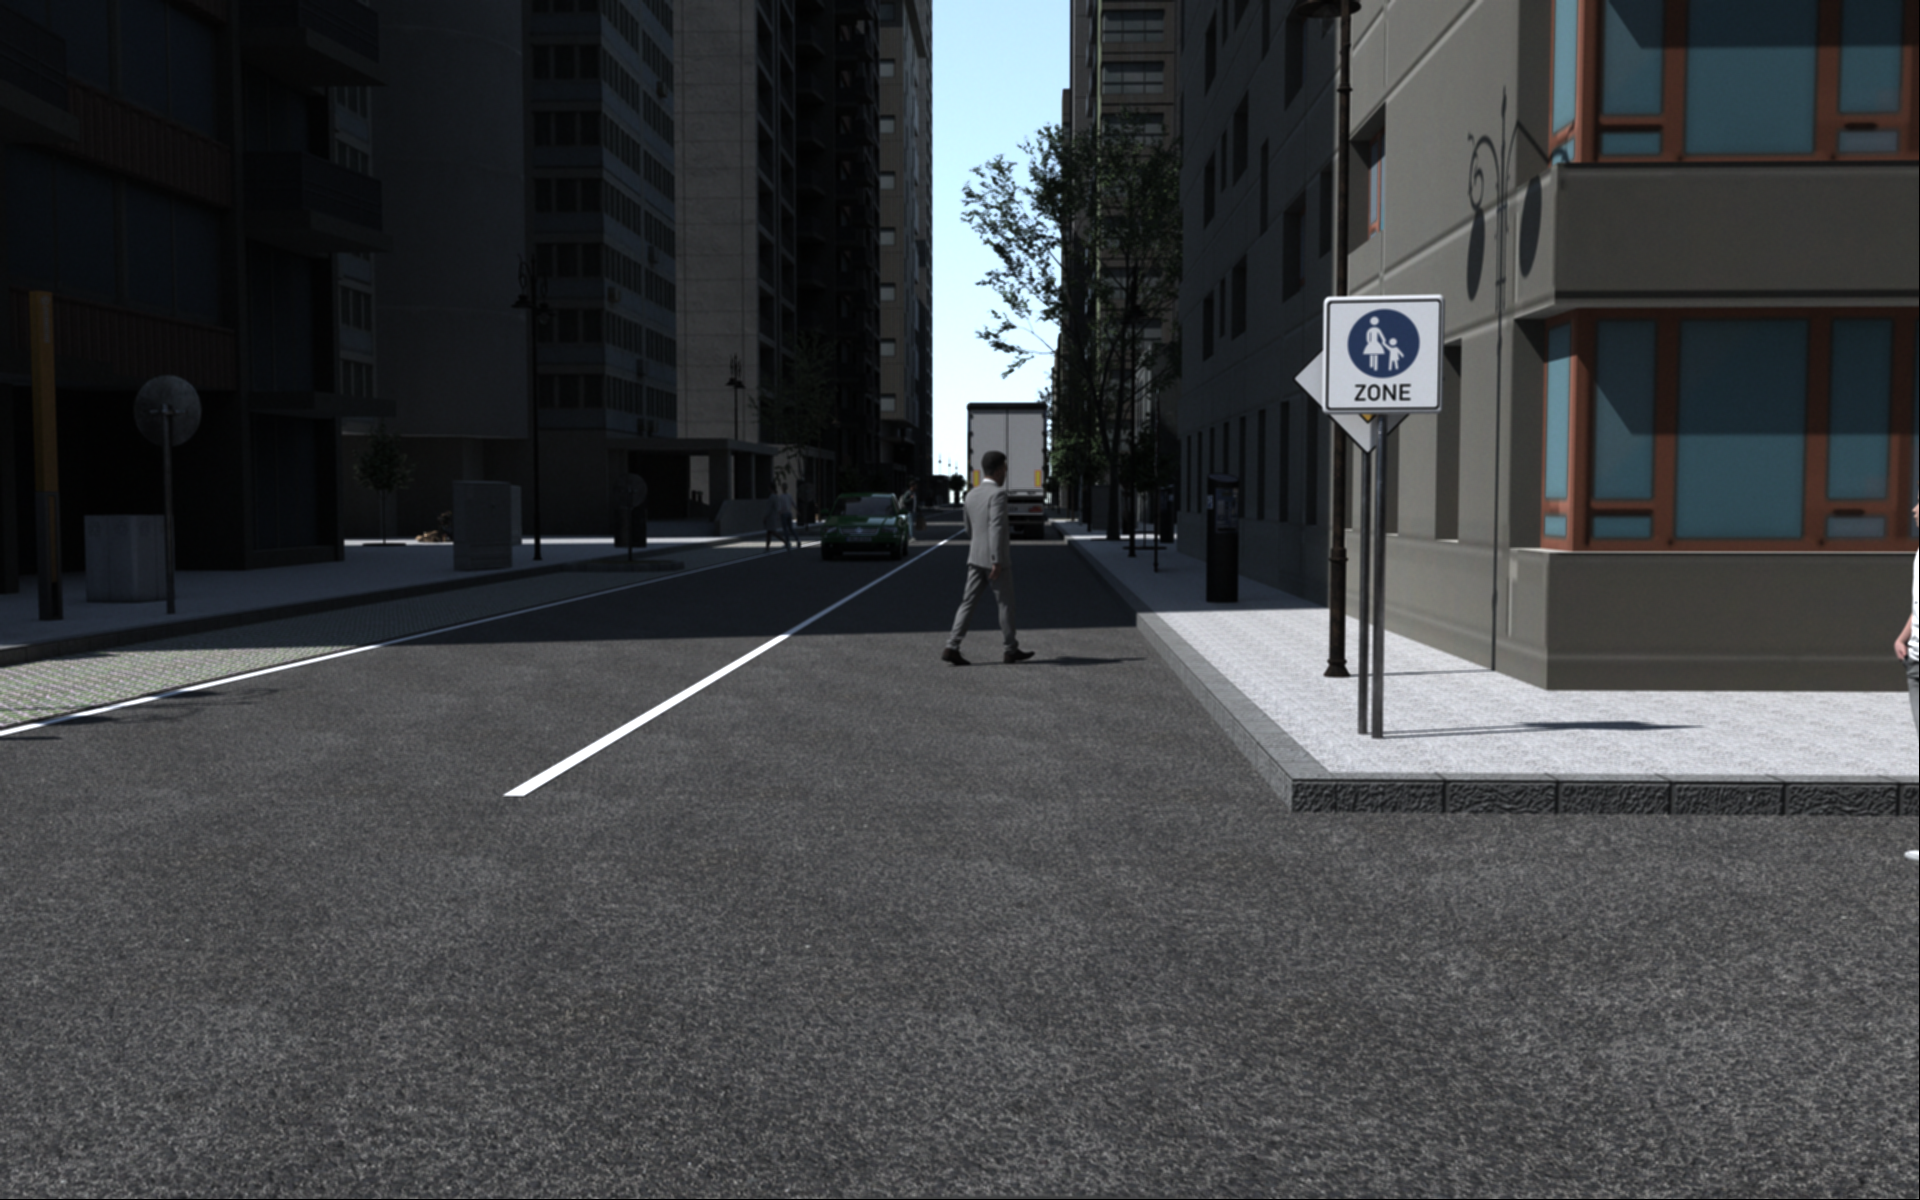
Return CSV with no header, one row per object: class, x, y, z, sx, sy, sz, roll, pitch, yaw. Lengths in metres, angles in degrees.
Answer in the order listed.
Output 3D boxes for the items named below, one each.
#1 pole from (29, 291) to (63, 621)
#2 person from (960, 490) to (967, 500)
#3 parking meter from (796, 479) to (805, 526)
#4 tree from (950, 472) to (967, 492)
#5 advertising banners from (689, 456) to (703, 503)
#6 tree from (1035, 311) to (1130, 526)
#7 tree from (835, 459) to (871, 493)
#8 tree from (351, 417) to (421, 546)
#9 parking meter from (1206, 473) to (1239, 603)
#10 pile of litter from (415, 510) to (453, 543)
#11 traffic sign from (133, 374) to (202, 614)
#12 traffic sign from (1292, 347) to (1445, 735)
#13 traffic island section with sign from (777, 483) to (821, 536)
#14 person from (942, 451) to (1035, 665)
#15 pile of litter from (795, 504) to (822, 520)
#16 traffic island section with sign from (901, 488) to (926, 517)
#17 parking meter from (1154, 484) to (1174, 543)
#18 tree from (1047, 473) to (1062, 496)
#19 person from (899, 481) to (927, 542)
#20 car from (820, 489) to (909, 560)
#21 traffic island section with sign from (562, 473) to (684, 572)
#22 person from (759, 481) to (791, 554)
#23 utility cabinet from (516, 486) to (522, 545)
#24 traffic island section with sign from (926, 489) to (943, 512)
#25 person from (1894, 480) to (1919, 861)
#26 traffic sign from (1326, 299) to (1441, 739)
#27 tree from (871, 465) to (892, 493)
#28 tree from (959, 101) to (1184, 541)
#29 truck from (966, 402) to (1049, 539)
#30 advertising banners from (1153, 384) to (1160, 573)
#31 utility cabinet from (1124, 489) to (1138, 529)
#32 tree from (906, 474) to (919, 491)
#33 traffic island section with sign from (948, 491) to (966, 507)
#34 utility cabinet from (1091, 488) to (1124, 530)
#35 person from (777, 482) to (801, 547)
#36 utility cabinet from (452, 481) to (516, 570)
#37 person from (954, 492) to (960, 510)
pole,-9.252,-1.449,17.529,0.158,3.312,0.155,0,3,0
person,0.611,-8.094,140.858,1.348,1.821,0.705,-1,4,-10
parking meter,-6.357,-3.876,69.077,0.255,1.863,0.399,-1,4,-21
tree,-0.436,-15.968,244.792,4.285,4.588,4.351,0,3,0
advertising banners,-11.713,-4.900,76.310,0.090,3.025,2.074,1,4,11
tree,4.909,-7.346,70.463,4.737,8.622,4.395,0,3,0
tree,-6.127,-6.152,95.187,1.663,3.219,1.824,0,3,0
tree,-14.208,-2.963,43.039,1.663,3.219,1.824,0,3,0
parking meter,3.120,-0.744,20.573,0.372,1.533,0.369,0,3,0
pile of litter,-14.034,-1.982,46.375,1.176,0.858,1.719,0,4,5
traffic sign,-8.451,-1.123,18.471,0.768,2.556,0.104,0,4,6
traffic sign,2.150,-0.340,9.195,0.795,2.450,0.064,0,4,2
traffic island section with sign,-5.248,-3.108,59.449,1.989,1.847,2.006,0,4,2
person,0.226,-0.353,14.552,0.850,1.792,0.678,-2,4,-35
pile of litter,-7.240,-4.305,84.345,1.719,0.858,1.176,2,4,26
traffic island section with sign,-3.372,-6.169,109.491,1.989,1.847,2.006,0,4,2
parking meter,5.432,-2.264,45.431,0.372,1.533,0.369,0,3,0
tree,8.293,-9.828,155.288,1.663,3.219,1.824,0,3,0
person,-1.388,-2.620,51.321,0.794,1.824,0.713,-3,5,-41
car,-2.115,-1.849,39.035,1.959,1.807,4.718,0,4,1
traffic island section with sign,-6.258,-1.461,32.512,1.989,1.847,2.006,0,4,2
person,-4.404,-1.950,41.137,0.760,1.731,0.466,-1,4,-23
utility cabinet,-11.300,-2.087,42.802,0.318,1.500,1.173,1,4,21
traffic island section with sign,-2.360,-7.816,136.427,1.989,1.847,2.006,0,4,2
person,3.821,0.273,6.641,0.523,1.515,0.503,-2,4,-34
traffic sign,2.192,-0.422,9.033,0.606,2.300,0.079,1,4,10
tree,-5.234,-7.275,113.540,1.663,3.219,1.824,0,3,0
tree,4.103,-7.445,47.478,9.928,11.665,9.643,0,3,0
truck,1.649,-4.258,58.539,2.839,4.237,11.283,0,4,2
advertising banners,3.248,-1.984,28.618,0.090,3.025,2.074,0,4,6
utility cabinet,5.936,-3.364,63.688,1.173,1.500,0.318,2,4,27
tree,-4.513,-10.164,160.781,1.663,3.219,1.824,0,3,0
traffic island section with sign,-0.265,-11.222,192.102,1.989,1.847,2.006,0,4,2
utility cabinet,5.189,-3.226,61.417,0.318,1.500,1.173,-3,5,-41
person,-4.504,-2.275,46.362,0.598,1.740,0.731,2,4,29
utility cabinet,-8.080,-1.265,29.355,0.318,1.500,1.173,1,4,23
person,-0.313,-9.069,158.250,0.593,1.643,0.415,-2,4,-31
